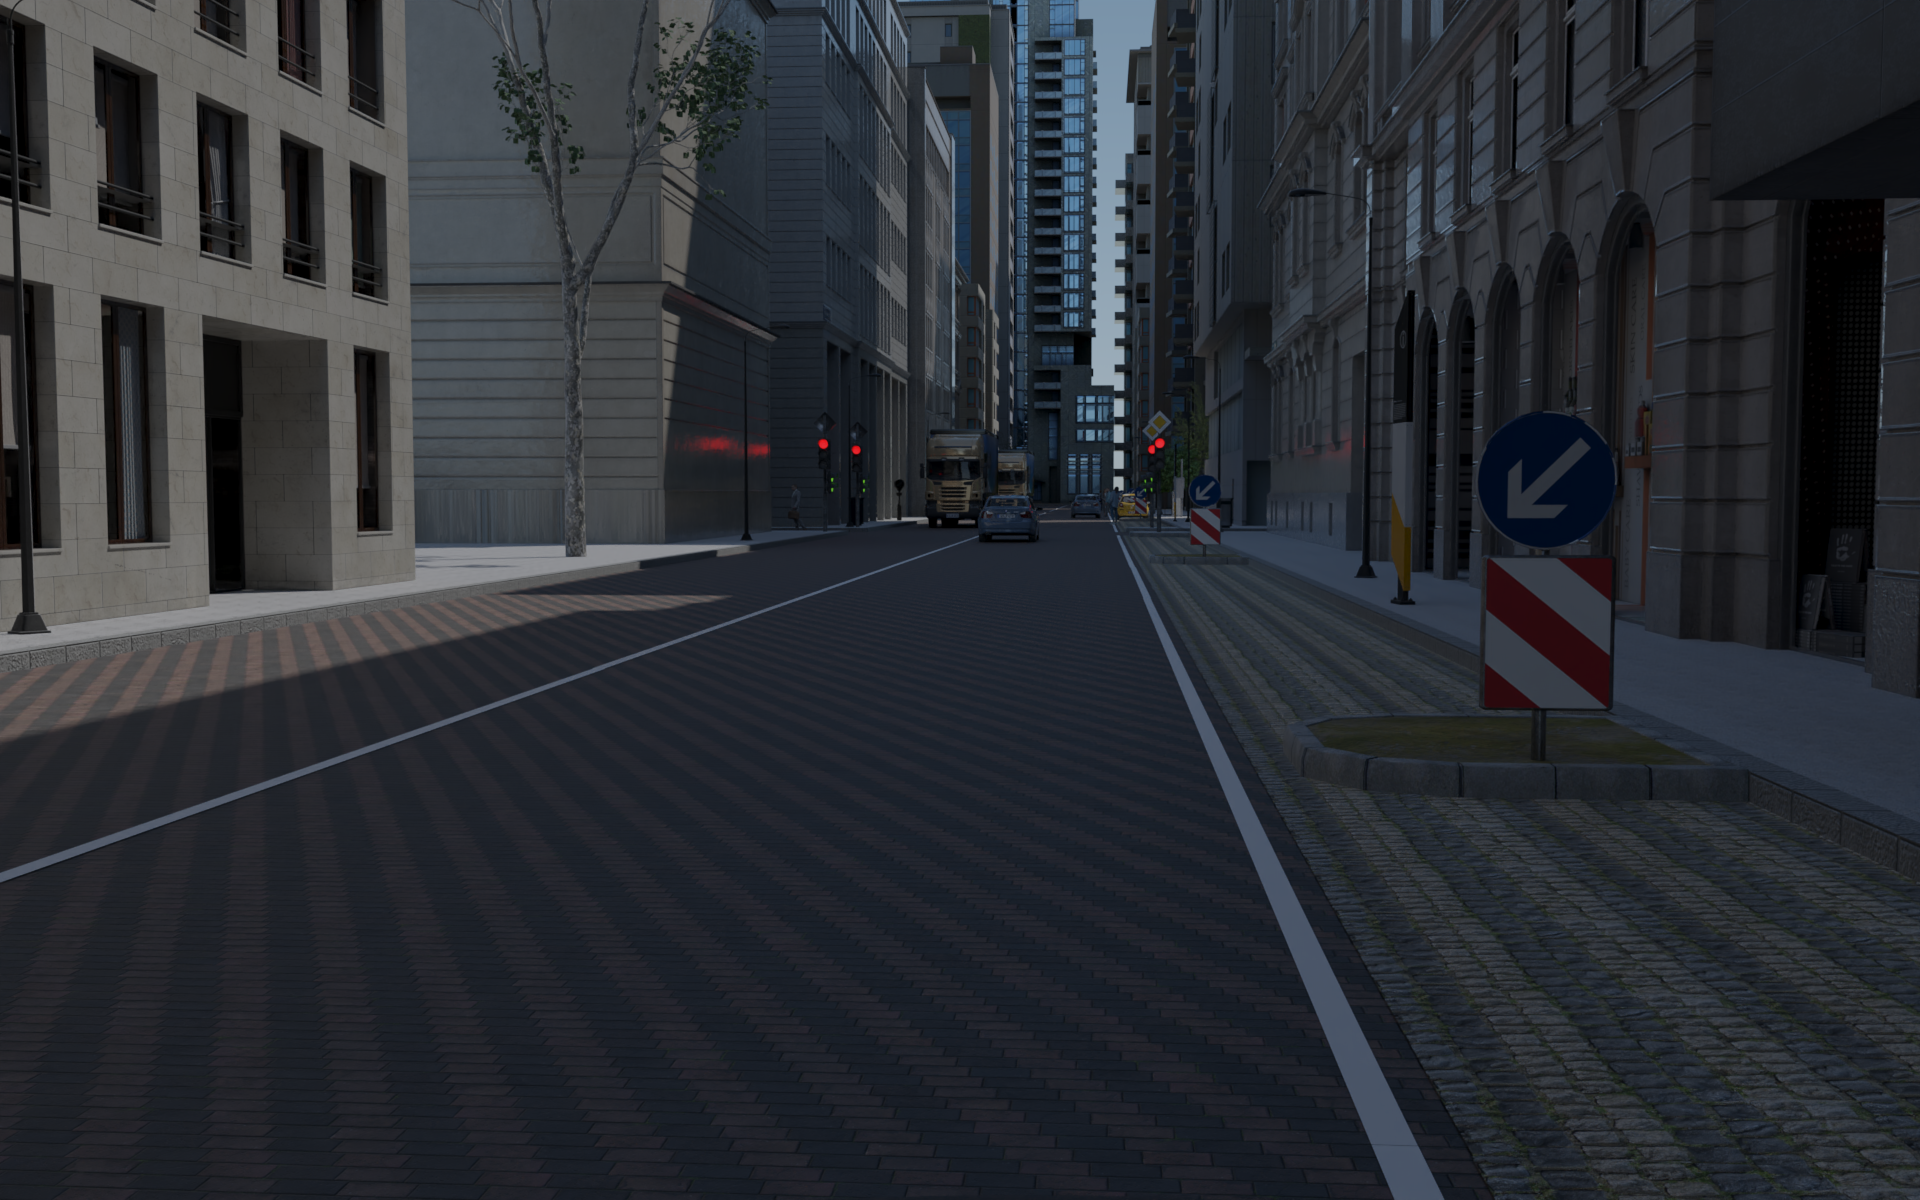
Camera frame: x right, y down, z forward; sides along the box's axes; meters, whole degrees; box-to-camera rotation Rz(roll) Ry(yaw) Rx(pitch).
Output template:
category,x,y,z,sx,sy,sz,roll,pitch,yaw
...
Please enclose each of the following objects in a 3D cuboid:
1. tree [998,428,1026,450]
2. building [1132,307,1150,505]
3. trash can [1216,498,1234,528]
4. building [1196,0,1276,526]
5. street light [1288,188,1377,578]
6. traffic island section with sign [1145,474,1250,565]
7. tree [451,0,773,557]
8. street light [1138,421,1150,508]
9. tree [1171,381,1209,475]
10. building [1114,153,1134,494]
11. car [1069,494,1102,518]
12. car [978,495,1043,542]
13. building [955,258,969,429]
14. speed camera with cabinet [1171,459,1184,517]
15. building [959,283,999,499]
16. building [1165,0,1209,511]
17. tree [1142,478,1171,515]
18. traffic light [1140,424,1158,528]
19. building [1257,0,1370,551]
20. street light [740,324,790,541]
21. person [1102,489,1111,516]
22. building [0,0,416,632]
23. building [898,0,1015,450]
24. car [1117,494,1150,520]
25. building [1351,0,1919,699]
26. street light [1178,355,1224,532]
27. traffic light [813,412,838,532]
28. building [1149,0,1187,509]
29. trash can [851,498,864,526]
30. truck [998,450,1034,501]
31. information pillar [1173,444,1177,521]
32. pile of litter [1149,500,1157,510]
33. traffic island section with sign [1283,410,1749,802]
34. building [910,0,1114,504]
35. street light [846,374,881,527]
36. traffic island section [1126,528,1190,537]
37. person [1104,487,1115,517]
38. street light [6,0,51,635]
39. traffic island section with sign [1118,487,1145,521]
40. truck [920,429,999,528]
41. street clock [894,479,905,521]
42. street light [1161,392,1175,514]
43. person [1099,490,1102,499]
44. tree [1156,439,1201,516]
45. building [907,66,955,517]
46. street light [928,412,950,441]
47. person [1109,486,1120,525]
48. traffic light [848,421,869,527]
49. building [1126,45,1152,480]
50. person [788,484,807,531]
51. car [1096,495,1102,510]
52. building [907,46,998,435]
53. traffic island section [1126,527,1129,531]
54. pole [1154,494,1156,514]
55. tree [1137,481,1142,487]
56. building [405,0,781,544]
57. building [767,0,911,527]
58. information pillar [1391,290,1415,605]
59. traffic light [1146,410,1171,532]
category,x,y,z,sx,sy,sz,roll,pitch,yaw
tree,5.655,-14.874,193.558,4.360,8.622,3.978,0,3,0
building,31.512,-20.106,173.772,27.650,21.520,28.899,0,4,5
trash can,9.989,-3.292,65.481,0.748,1.137,0.748,0,3,0
building,24.407,-29.890,77.939,27.495,52.752,28.713,0,4,5
street light,5.688,-3.297,26.448,1.470,5.913,1.316,0,4,5
traffic island section with sign,4.926,-1.668,35.898,1.989,1.847,2.006,0,4,5
tree,-6.612,-10.897,34.063,12.611,20.169,13.585,0,3,0
street light,12.212,-8.399,109.860,1.470,5.913,1.316,0,4,5
tree,15.546,-9.758,109.910,4.737,8.622,4.395,0,3,0
building,36.192,-37.617,234.641,30.456,49.044,23.786,0,4,5
car,7.526,-5.610,103.729,2.014,1.417,4.499,0,4,3
car,1.521,-2.510,53.045,2.014,1.417,4.499,0,4,4
building,-5.866,-17.793,127.080,11.583,22.565,21.152,0,4,5
speed camera with cabinet,12.329,-6.350,98.161,0.660,3.252,2.038,0,4,4
building,-11.120,-19.131,157.837,27.650,21.520,28.899,0,4,5
building,26.301,-28.773,125.058,22.147,44.769,28.867,0,4,5
tree,12.634,-6.878,107.062,1.663,3.219,1.824,0,3,0
traffic light,7.323,-4.726,66.186,0.839,4.253,0.868,0,4,5
building,15.517,-15.772,45.265,14.401,28.519,23.554,0,4,5
street light,-5.357,-4.592,47.617,1.470,5.913,1.316,0,4,5
person,9.603,-6.423,113.785,0.520,1.790,0.573,-1,4,-21
building,-13.947,-9.937,17.225,10.420,20.320,16.860,0,4,5
building,-7.796,-40.692,207.308,28.212,58.520,21.231,0,4,5
car,9.524,-5.233,95.788,2.015,1.641,3.980,0,4,4
building,12.767,-10.973,21.208,13.314,21.916,24.055,0,4,5
street light,8.158,-5.233,58.095,1.470,5.913,1.316,0,4,5
traffic light,-4.595,-4.293,59.115,0.839,4.253,0.868,0,4,5
building,23.845,-30.702,152.082,14.600,45.320,14.200,0,4,5
trash can,-4.221,-3.590,70.356,0.748,1.137,0.748,0,3,0
truck,3.309,-7.527,111.975,2.839,4.237,11.283,0,4,5
information pillar,10.086,-5.494,81.173,0.183,3.616,0.504,0,4,4
pile of litter,15.260,-7.625,138.637,1.176,0.858,1.719,0,4,4
traffic island section with sign,2.745,-0.025,9.031,1.989,1.847,2.006,0,4,5
building,5.436,-56.403,234.853,31.000,86.520,22.319,0,4,5
street light,-3.739,-5.776,66.982,1.470,5.913,1.316,0,4,5
traffic island section,6.721,-2.205,58.337,2.009,0.180,2.903,0,4,5
person,9.198,-6.014,106.690,0.748,1.841,0.638,2,4,26
street light,-8.042,-2.642,15.741,1.470,5.913,1.316,0,4,5
traffic island section with sign,9.350,-5.027,90.815,1.989,1.847,2.006,0,4,5
truck,0.126,-5.392,77.066,2.839,4.237,11.283,0,4,5
street clock,-2.944,-4.857,83.980,0.471,2.002,0.358,-1,4,-20
street light,9.881,-6.507,78.927,1.470,5.913,1.316,0,4,5
person,13.127,-9.381,161.954,0.705,1.814,1.350,2,4,26
tree,12.848,-7.299,103.049,4.285,4.588,4.351,0,3,0
building,-7.128,-17.647,106.543,12.078,24.808,19.932,0,4,5
street light,-1.270,-7.681,98.127,1.470,5.913,1.316,0,4,5
person,7.258,-4.438,81.332,0.793,1.790,0.793,1,4,20
traffic light,-3.954,-4.780,67.075,0.839,4.253,0.868,0,4,5
building,33.781,-37.435,201.305,28.713,52.752,27.495,0,4,5
person,-6.117,-3.417,64.490,0.853,1.813,0.709,-2,4,-33
car,11.726,-8.613,153.404,1.945,1.354,3.894,0,4,5
building,-3.378,-32.291,178.068,14.600,45.320,14.200,0,4,5
traffic island section,7.362,-2.692,66.296,2.009,0.180,2.903,0,4,5
pole,12.589,-7.253,112.434,0.158,3.312,0.155,0,3,0
tree,15.825,-9.186,144.790,1.663,3.219,1.824,0,3,0
building,-21.188,-13.389,52.189,30.059,22.955,16.112,0,4,5
building,-9.447,-18.585,81.357,11.434,29.767,29.804,0,4,5
information pillar,5.158,-1.762,20.166,0.183,3.616,0.504,0,4,-4
traffic light,6.681,-4.239,58.226,0.839,4.253,0.868,0,4,5
